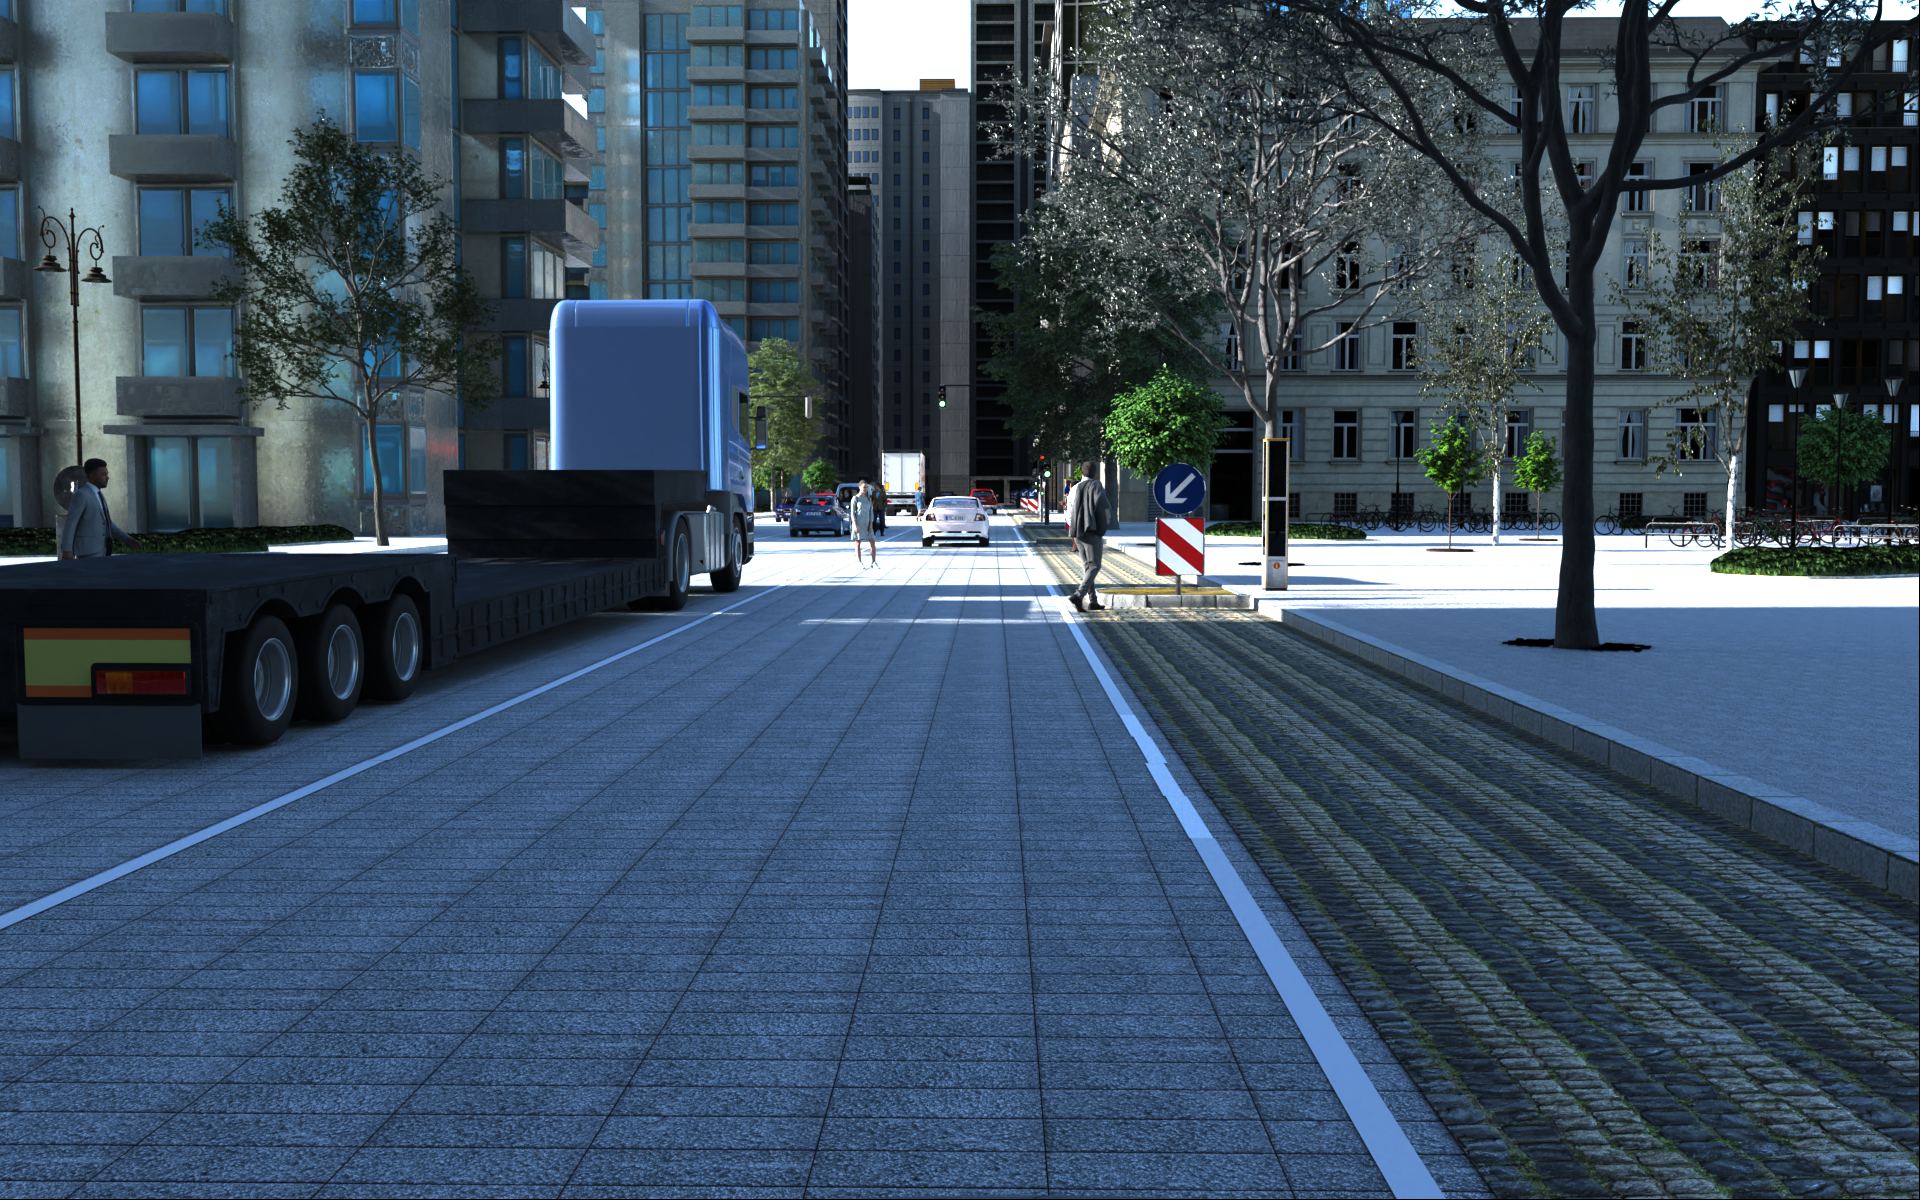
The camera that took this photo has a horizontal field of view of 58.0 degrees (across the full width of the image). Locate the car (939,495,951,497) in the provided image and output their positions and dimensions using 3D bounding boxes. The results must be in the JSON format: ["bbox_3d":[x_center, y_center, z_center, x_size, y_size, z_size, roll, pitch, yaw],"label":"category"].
[{"bbox_3d":[-1.471,-9.866,173.889,1.945,1.354,3.894,0,4,2],"label":"car"}]

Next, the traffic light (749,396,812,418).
[{"bbox_3d":[-9.224,-6.450,80.123,4.771,5.953,1.251,0,4,1],"label":"traffic light"}]

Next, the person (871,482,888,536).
[{"bbox_3d":[-2.836,-3.120,59.425,0.656,1.842,0.836,-1,4,-19],"label":"person"}]

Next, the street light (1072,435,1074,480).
[{"bbox_3d":[6.136,-7.424,94.164,0.468,5.910,1.993,0,4,1],"label":"street light"}]

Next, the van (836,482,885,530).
[{"bbox_3d":[-4.007,-3.753,68.371,2.013,2.044,4.112,0,4,2],"label":"van"}]

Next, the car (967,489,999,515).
[{"bbox_3d":[1.604,-6.970,122.638,2.281,1.827,5.304,0,4,2],"label":"car"}]

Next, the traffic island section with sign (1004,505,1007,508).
[{"bbox_3d":[5.754,-10.586,181.703,1.989,1.847,2.006,0,4,1],"label":"traffic island section with sign"}]

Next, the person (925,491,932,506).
[{"bbox_3d":[-3.939,-11.989,204.535,1.348,1.823,0.705,0,4,0],"label":"person"}]

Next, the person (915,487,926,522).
[{"bbox_3d":[-2.129,-4.985,90.021,0.581,1.822,0.654,3,5,44],"label":"person"}]

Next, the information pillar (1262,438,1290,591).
[{"bbox_3d":[4.190,-1.132,23.004,0.304,2.012,0.304,0,4,1],"label":"information pillar"}]

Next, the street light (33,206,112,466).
[{"bbox_3d":[-14.328,-3.384,28.119,0.468,5.910,1.993,0,4,1],"label":"street light"}]

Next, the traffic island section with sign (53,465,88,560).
[{"bbox_3d":[-12.133,-0.895,23.258,1.989,1.847,2.006,0,4,1],"label":"traffic island section with sign"}]

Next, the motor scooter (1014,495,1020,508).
[{"bbox_3d":[5.821,-9.846,173.758,0.815,1.314,1.986,0,4,0],"label":"motor scooter"}]

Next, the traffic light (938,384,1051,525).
[{"bbox_3d":[1.494,-5.939,71.770,4.771,5.953,1.251,0,4,1],"label":"traffic light"}]

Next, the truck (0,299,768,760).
[{"bbox_3d":[-4.736,-1.742,18.238,2.967,4.110,18.799,0,4,2],"label":"truck"}]

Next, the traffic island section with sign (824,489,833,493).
[{"bbox_3d":[-10.014,-7.573,132.441,1.989,1.847,2.006,0,4,1],"label":"traffic island section with sign"}]

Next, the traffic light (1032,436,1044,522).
[{"bbox_3d":[3.741,-5.562,79.854,0.839,4.253,0.868,0,4,1],"label":"traffic light"}]

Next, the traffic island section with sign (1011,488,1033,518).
[{"bbox_3d":[4.282,-5.906,105.197,1.989,1.847,2.006,0,4,1],"label":"traffic island section with sign"}]

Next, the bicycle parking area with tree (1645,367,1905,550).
[{"bbox_3d":[20.970,-3.286,40.736,8.231,4.147,9.016,-2,4,-27],"label":"bicycle parking area with tree"}]

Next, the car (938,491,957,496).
[{"bbox_3d":[-1.527,-12.205,208.227,2.281,1.827,5.304,0,4,2],"label":"car"}]

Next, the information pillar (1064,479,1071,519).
[{"bbox_3d":[5.415,-5.041,86.915,0.304,2.012,0.304,0,4,-7],"label":"information pillar"}]

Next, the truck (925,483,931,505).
[{"bbox_3d":[-5.355,-14.242,222.619,2.967,4.110,18.799,0,4,2],"label":"truck"}]

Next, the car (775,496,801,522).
[{"bbox_3d":[-8.443,-4.685,89.174,1.945,1.354,3.894,0,4,3],"label":"car"}]

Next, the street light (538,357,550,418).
[{"bbox_3d":[-13.812,-5.241,58.481,0.468,5.910,1.993,0,4,1],"label":"street light"}]

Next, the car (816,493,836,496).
[{"bbox_3d":[-7.431,-5.356,96.612,2.155,1.783,4.494,0,4,2],"label":"car"}]

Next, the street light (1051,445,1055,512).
[{"bbox_3d":[6.658,-9.288,124.645,0.468,5.910,1.993,0,4,1],"label":"street light"}]

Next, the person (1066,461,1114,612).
[{"bbox_3d":[1.580,-0.760,21.020,0.679,1.850,0.850,3,4,38],"label":"person"}]

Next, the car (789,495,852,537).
[{"bbox_3d":[-4.753,-2.885,59.174,2.014,1.417,4.499,0,4,2],"label":"car"}]

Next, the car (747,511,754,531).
[{"bbox_3d":[-8.609,-3.303,63.795,2.009,1.686,4.222,0,4,-1],"label":"car"}]

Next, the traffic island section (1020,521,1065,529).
[{"bbox_3d":[3.781,-3.528,79.968,2.009,0.180,2.903,0,4,1],"label":"traffic island section"}]

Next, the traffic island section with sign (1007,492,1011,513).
[{"bbox_3d":[4.799,-7.555,132.148,1.989,1.847,2.006,0,4,1],"label":"traffic island section with sign"}]

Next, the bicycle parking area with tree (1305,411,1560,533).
[{"bbox_3d":[16.879,-4.561,61.571,8.231,4.147,9.016,-3,4,-36],"label":"bicycle parking area with tree"}]

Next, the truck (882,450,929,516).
[{"bbox_3d":[-3.624,-7.716,115.070,2.839,4.237,11.283,0,4,1],"label":"truck"}]

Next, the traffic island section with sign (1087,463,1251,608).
[{"bbox_3d":[2.681,-0.858,22.651,1.989,1.847,2.006,0,4,1],"label":"traffic island section with sign"}]

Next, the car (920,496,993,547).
[{"bbox_3d":[-0.107,-2.218,48.625,2.083,1.381,4.827,0,4,0],"label":"car"}]

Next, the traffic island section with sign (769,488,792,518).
[{"bbox_3d":[-10.538,-5.924,105.491,1.989,1.847,2.006,0,4,1],"label":"traffic island section with sign"}]

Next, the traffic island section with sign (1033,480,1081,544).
[{"bbox_3d":[3.201,-2.527,49.946,1.989,1.847,2.006,0,4,1],"label":"traffic island section with sign"}]
